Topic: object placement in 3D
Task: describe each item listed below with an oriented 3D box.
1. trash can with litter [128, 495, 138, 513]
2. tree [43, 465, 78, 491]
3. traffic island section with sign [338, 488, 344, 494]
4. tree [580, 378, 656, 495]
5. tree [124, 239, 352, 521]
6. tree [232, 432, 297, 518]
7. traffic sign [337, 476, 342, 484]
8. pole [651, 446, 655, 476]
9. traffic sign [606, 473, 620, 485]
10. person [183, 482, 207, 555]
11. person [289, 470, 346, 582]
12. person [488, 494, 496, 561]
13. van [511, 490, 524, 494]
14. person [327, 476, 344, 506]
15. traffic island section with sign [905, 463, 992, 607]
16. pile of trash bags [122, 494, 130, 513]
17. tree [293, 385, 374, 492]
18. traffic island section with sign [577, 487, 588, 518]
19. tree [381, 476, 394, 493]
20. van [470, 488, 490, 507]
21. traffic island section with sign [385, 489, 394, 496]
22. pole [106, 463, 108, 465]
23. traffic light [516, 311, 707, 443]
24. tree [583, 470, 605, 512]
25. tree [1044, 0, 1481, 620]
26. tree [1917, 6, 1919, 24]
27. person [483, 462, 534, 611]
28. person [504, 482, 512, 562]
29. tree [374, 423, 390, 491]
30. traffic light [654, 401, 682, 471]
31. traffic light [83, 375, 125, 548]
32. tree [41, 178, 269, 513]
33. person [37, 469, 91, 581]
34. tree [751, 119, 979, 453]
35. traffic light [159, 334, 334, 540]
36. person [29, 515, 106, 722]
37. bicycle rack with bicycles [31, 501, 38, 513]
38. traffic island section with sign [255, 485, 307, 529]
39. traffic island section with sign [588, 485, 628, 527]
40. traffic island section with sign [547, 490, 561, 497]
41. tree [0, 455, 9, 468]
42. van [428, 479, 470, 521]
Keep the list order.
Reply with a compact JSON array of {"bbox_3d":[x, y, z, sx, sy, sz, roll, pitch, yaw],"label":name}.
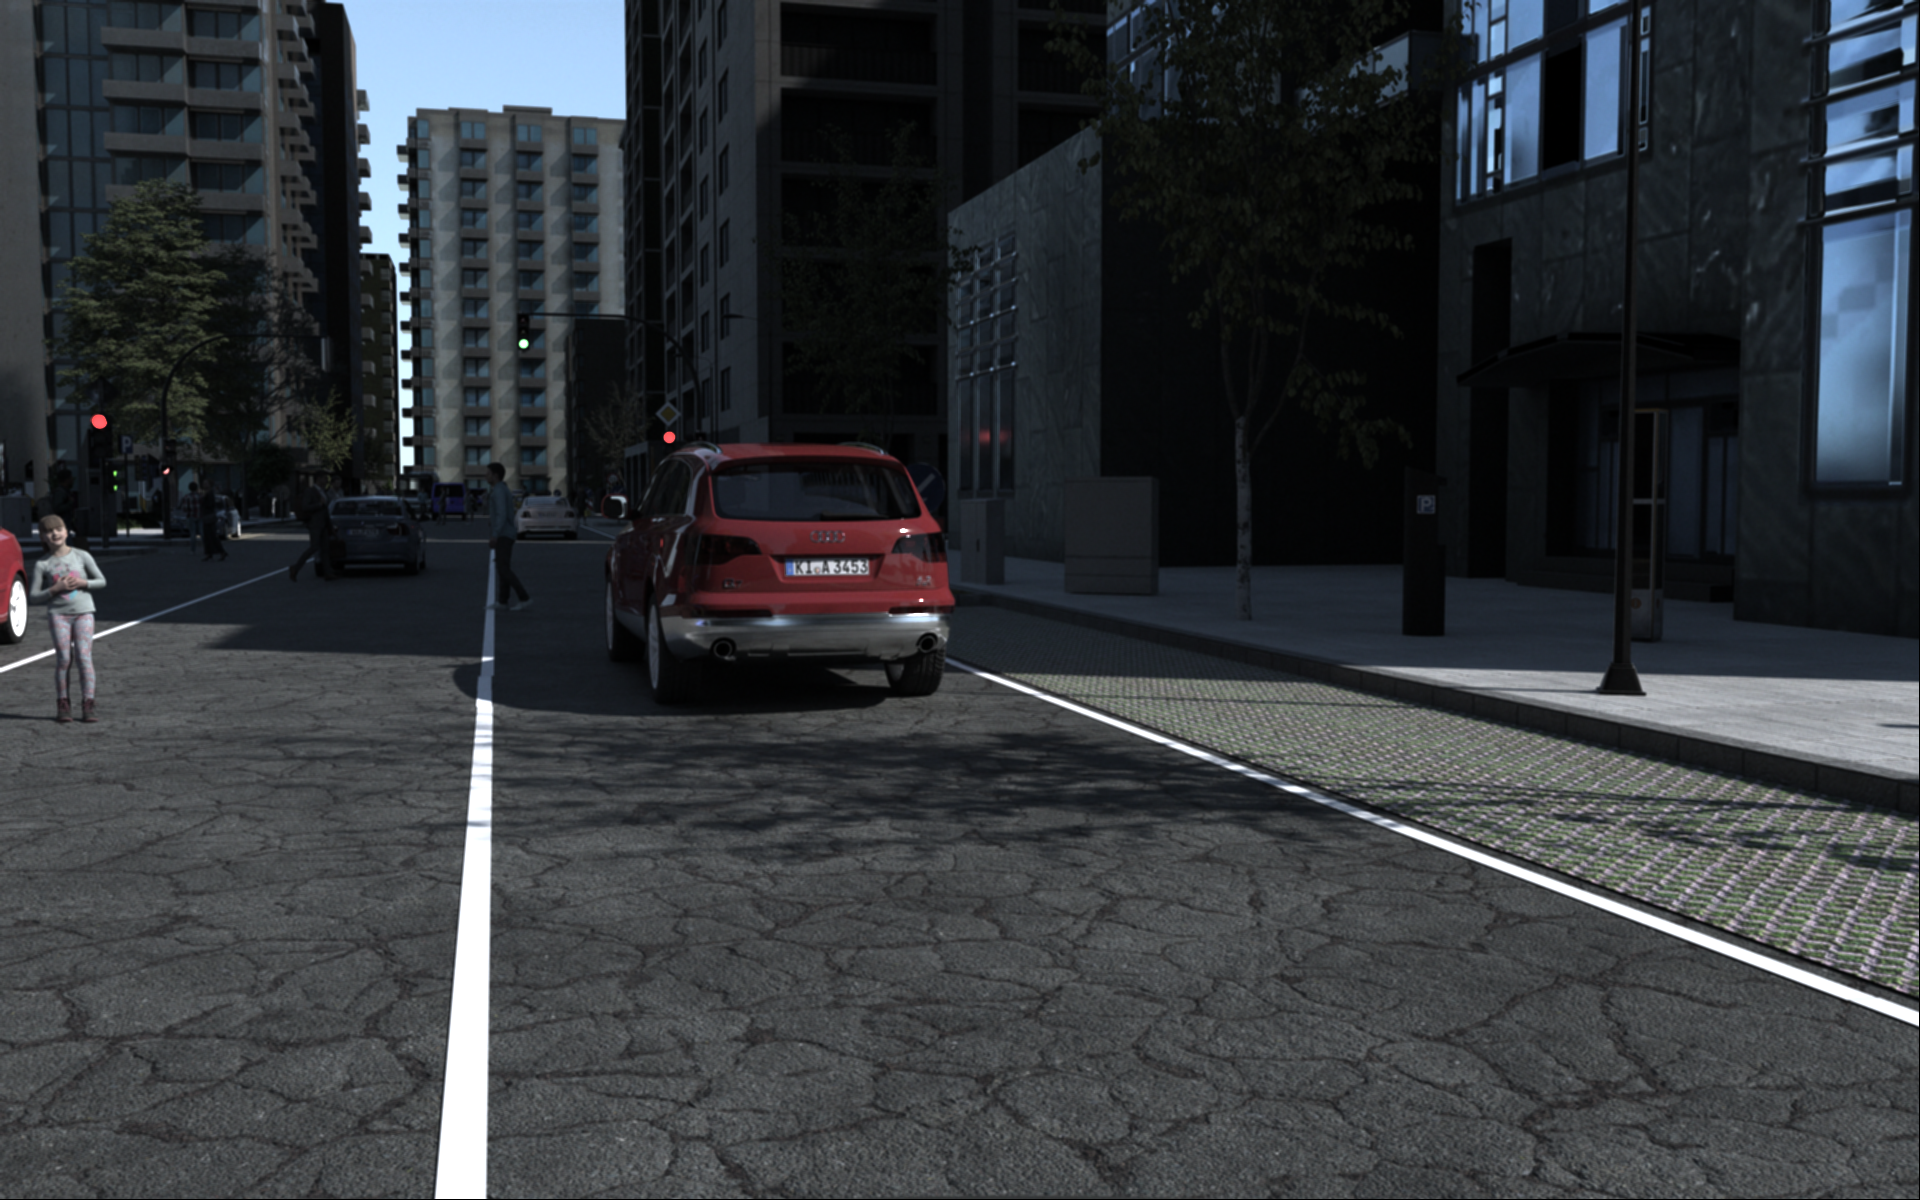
[{"bbox_3d":[-51.152,-5.932,108.047,1.678,1.210,2.233,3,4,38],"label":"trash can with litter"},{"bbox_3d":[-52.369,-6.523,101.250,1.663,3.219,1.824,0,3,0],"label":"tree"},{"bbox_3d":[-35.378,-5.505,98.628,1.989,1.847,2.006,-1,4,-15],"label":"traffic island section with sign"},{"bbox_3d":[-21.281,-9.699,108.943,4.360,8.622,3.978,0,3,0],"label":"tree"},{"bbox_3d":[-34.217,-10.542,82.738,12.009,13.543,11.850,0,3,0],"label":"tree"},{"bbox_3d":[-37.115,-6.648,92.402,4.285,4.588,4.351,0,3,0],"label":"tree"},{"bbox_3d":[-43.128,-7.317,119.745,0.768,2.556,0.104,-1,4,-14],"label":"traffic sign"},{"bbox_3d":[-13.054,-4.879,73.609,0.158,3.312,0.155,0,3,0],"label":"pole"},{"bbox_3d":[-20.634,-6.296,103.043,0.768,2.556,0.104,0,4,-8],"label":"traffic sign"},{"bbox_3d":[-18.011,-1.926,40.832,0.563,1.720,0.643,-3,5,-43],"label":"person"},{"bbox_3d":[-10.580,-1.224,28.481,0.822,1.834,0.622,0,3,0],"label":"person"},{"bbox_3d":[-9.867,-1.707,36.976,0.480,1.755,0.524,-3,5,-45],"label":"person"},{"bbox_3d":[-43.049,-9.893,168.762,2.013,2.044,4.112,-1,4,-16],"label":"van"},{"bbox_3d":[-12.800,-1.654,35.736,0.583,1.804,0.606,1,4,20],"label":"person"},{"bbox_3d":[-0.803,-0.858,22.649,1.989,1.847,2.006,-1,4,-15],"label":"traffic island section with sign"},{"bbox_3d":[-49.957,-5.666,102.384,1.912,1.369,3.447,-1,4,-17],"label":"pile of trash bags"},{"bbox_3d":[-41.559,-9.967,113.318,4.737,8.622,4.395,0,3,0],"label":"tree"},{"bbox_3d":[-22.219,-5.742,102.511,1.989,1.847,2.006,-1,4,-15],"label":"traffic island section with sign"},{"bbox_3d":[-61.426,-11.736,186.479,1.663,3.219,1.824,0,3,0],"label":"tree"},{"bbox_3d":[-52.023,-11.175,187.091,2.240,2.365,5.245,-1,4,-13],"label":"van"},{"bbox_3d":[-48.383,-8.471,147.121,1.989,1.847,2.006,-1,4,-15],"label":"traffic island section with sign"},{"bbox_3d":[-55.046,-7.224,111.955,0.158,3.312,0.155,0,3,0],"label":"pole"},{"bbox_3d":[-8.729,-4.231,43.843,4.771,5.953,1.251,-1,4,-15],"label":"traffic light"},{"bbox_3d":[-26.416,-8.062,126.420,1.663,3.219,1.824,0,3,0],"label":"tree"},{"bbox_3d":[2.876,-4.086,17.174,4.737,8.622,4.395,0,3,0],"label":"tree"},{"bbox_3d":[5.377,-3.460,6.936,4.360,8.622,3.978,0,3,0],"label":"tree"},{"bbox_3d":[-5.582,-0.785,21.354,0.620,1.820,0.660,-1,4,-11],"label":"person"},{"bbox_3d":[-9.516,-1.626,36.092,0.512,1.701,0.522,2,4,24],"label":"person"},{"bbox_3d":[-57.374,-13.289,167.638,4.737,8.622,4.395,0,3,0],"label":"tree"},{"bbox_3d":[-8.800,-3.872,52.235,0.839,4.253,0.868,-1,4,-15],"label":"traffic light"},{"bbox_3d":[-20.214,-3.179,40.903,0.839,4.253,0.868,-1,4,-15],"label":"traffic light"},{"bbox_3d":[-29.138,-8.851,62.847,7.486,12.596,7.792,0,3,0],"label":"tree"},{"bbox_3d":[-14.161,-1.157,27.403,0.713,1.824,0.794,-1,4,-9],"label":"person"},{"bbox_3d":[-1.720,-5.080,33.424,4.737,8.622,4.395,0,3,0],"label":"tree"},{"bbox_3d":[-20.284,-4.558,49.188,4.771,5.953,1.251,-1,4,-15],"label":"traffic light"},{"bbox_3d":[-5.603,0.114,10.922,0.394,1.301,0.425,3,5,45],"label":"person"},{"bbox_3d":[-48.745,-4.795,91.773,2.925,0.926,2.852,0,4,-1],"label":"bicycle rack with bicycles"},{"bbox_3d":[-28.383,-3.912,72.593,1.989,1.847,2.006,-1,4,-15],"label":"traffic island section with sign"},{"bbox_3d":[-15.224,-4.149,76.462,1.989,1.847,2.006,-1,4,-15],"label":"traffic island section with sign"},{"bbox_3d":[-35.290,-8.723,151.246,1.989,1.847,2.006,-1,4,-15],"label":"traffic island section with sign"},{"bbox_3d":[-49.872,-6.335,87.288,4.285,4.588,4.351,0,3,0],"label":"tree"},{"bbox_3d":[-28.109,-5.559,95.278,2.240,2.365,5.245,-1,4,-16],"label":"van"}]
